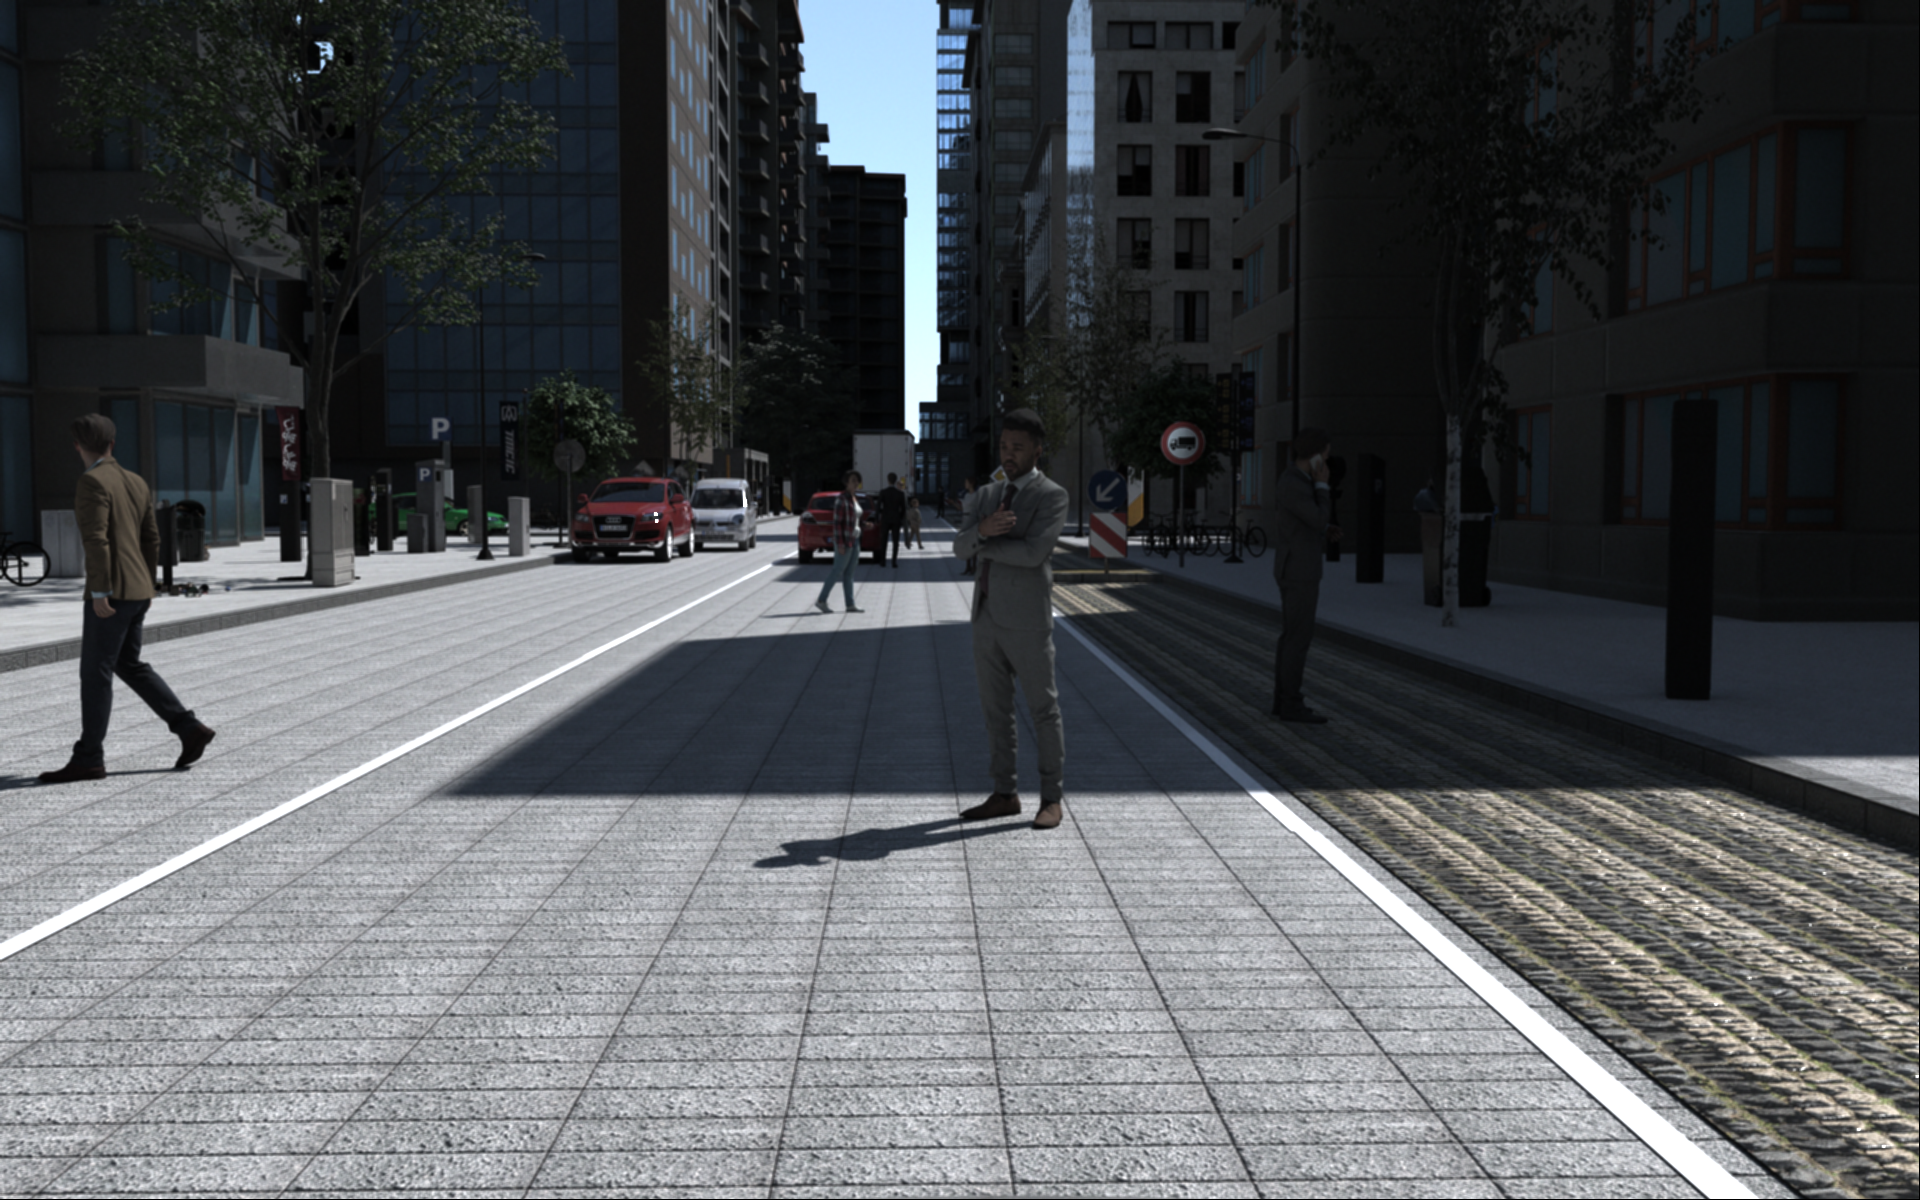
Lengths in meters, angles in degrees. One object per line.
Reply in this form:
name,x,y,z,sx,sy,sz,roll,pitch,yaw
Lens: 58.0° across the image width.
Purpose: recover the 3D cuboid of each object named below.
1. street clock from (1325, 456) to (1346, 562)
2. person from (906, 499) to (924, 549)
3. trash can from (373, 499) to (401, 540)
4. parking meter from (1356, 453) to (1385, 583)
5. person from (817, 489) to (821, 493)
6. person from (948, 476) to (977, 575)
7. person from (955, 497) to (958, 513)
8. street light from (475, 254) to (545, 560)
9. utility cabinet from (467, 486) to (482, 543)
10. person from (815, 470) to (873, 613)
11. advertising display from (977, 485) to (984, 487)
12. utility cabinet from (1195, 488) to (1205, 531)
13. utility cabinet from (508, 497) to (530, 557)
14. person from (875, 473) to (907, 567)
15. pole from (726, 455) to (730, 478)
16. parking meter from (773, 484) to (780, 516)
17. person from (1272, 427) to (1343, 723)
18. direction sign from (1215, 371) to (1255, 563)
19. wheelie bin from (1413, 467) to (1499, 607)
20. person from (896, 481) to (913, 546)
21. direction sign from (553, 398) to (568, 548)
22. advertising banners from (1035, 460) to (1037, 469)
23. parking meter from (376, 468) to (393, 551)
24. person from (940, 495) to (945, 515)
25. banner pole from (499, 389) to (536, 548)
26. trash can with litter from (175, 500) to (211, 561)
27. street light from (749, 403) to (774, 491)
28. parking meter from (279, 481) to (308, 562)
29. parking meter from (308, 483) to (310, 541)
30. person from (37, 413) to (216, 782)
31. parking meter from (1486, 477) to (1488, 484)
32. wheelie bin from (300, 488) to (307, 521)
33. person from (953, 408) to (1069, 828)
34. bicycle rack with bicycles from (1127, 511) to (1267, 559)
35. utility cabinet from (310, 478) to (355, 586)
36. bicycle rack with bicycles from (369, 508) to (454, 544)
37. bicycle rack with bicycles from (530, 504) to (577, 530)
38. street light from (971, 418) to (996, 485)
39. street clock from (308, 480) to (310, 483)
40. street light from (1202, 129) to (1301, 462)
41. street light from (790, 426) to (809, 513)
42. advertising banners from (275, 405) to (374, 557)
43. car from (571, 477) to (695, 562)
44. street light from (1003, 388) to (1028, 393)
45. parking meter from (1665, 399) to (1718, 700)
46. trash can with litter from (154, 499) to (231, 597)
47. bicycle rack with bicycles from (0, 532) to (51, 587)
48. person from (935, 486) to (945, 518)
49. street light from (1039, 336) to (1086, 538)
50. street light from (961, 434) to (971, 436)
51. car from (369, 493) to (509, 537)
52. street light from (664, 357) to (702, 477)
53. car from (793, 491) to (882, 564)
street clock,7.097,-1.732,32.896,0.358,2.002,0.471,-1,4,-22
person,-1.191,-1.966,44.919,0.475,1.303,0.640,2,4,35
trash can,-16.053,-2.257,48.561,0.748,1.137,0.748,0,3,0
parking meter,5.944,-1.183,25.057,0.399,1.863,0.255,-3,5,-43
person,-10.208,-7.168,125.883,0.537,1.800,0.526,1,4,12
person,0.099,-1.320,30.647,0.524,1.755,0.480,-2,4,-32
person,-0.189,-7.013,127.851,0.352,1.250,0.332,0,4,6
street light,-8.718,-3.735,33.616,1.470,5.913,1.316,0,4,-2
utility cabinet,-12.577,-2.223,45.019,0.318,1.500,1.173,-2,4,-24
person,-1.396,-0.711,20.961,0.643,1.720,0.563,1,4,22
advertising display,1.425,-6.989,119.478,0.123,1.923,0.974,2,4,29
utility cabinet,8.194,-3.085,59.126,0.318,1.500,1.173,0,4,6
utility cabinet,-9.147,-1.518,35.984,0.306,1.237,1.020,0,4,-5
person,-1.383,-1.569,33.930,0.659,1.850,0.755,-1,4,-11
pole,-12.082,-5.898,90.270,0.158,3.312,0.155,0,3,0
parking meter,-10.778,-5.873,101.734,0.255,1.863,0.399,-3,4,-38
person,2.198,-0.161,10.938,0.447,1.846,0.655,0,4,2
direction sign,5.126,-2.467,32.333,0.379,3.537,0.876,-3,5,-44
wheelie bin,5.652,-0.732,19.878,0.980,1.594,0.693,-1,4,-9
person,-1.589,-2.396,47.852,0.661,1.801,0.590,-3,5,-40
direction sign,-9.497,-3.003,41.093,0.379,3.537,0.876,-2,4,-27
advertising banners,2.855,-3.997,61.544,0.090,3.025,2.074,-1,4,-12
parking meter,-12.945,-2.032,38.941,0.255,1.863,0.399,0,3,0
person,-1.240,-6.522,115.227,0.391,1.810,0.635,-3,5,-42
banner pole,-10.531,-3.126,41.131,0.863,3.779,0.401,-2,4,-35
trash can with litter,-14.665,-1.322,33.006,0.624,1.170,1.055,-1,4,-14
street light,-10.129,-7.059,87.951,1.470,5.913,1.316,0,4,-2
parking meter,-12.727,-1.498,32.909,0.372,1.533,0.369,0,3,0
parking meter,-14.722,-1.904,39.546,0.372,1.533,0.369,0,3,0
person,-4.278,-0.027,8.845,0.836,1.842,0.656,-2,4,-32
parking meter,6.757,-0.883,22.855,0.372,1.533,0.369,0,3,0
wheelie bin,-31.627,-4.610,83.286,0.693,1.594,0.980,-1,4,-18
person,0.209,0.071,7.525,0.511,1.800,0.466,2,4,26
bicycle rack with bicycles,4.601,-1.373,35.830,2.852,0.926,2.925,-1,4,-23
utility cabinet,-8.780,-0.955,24.285,0.318,1.500,1.173,0,4,-6
bicycle rack with bicycles,-14.416,-1.924,44.841,2.852,0.926,2.925,-1,4,-15
bicycle rack with bicycles,-14.968,-3.022,62.797,2.925,0.926,2.852,2,4,30
street light,1.597,-8.122,105.343,1.470,5.913,1.316,0,4,-2
street clock,-31.951,-4.952,85.530,0.471,2.002,0.358,2,4,35
street light,3.776,-3.039,22.227,1.470,5.913,1.316,0,4,-2
street light,-10.943,-8.863,117.444,1.470,5.913,1.316,0,4,-2
advertising banners,-12.832,-2.374,35.004,0.090,3.025,2.074,3,5,40
car,-7.096,-1.792,37.974,2.281,1.827,5.304,0,4,0
street light,2.486,-6.308,75.678,1.470,5.913,1.316,0,4,-2
parking meter,4.612,-0.319,10.928,0.255,1.863,0.399,1,4,20
trash can with litter,-10.288,-0.688,22.309,1.678,1.210,2.233,-2,4,-31
bicycle rack with bicycles,-14.122,-0.645,23.931,2.925,0.926,2.852,-1,4,-10
person,-1.179,-5.834,103.241,0.474,1.900,0.648,-2,4,-30
street light,3.030,-4.803,51.073,1.470,5.913,1.316,0,4,-2
street light,0.789,-9.887,134.188,1.470,5.913,1.316,0,4,-2
car,-16.252,-2.711,53.113,4.718,1.807,1.959,0,4,-2
street light,-9.416,-5.264,58.610,1.470,5.913,1.316,0,4,-2
car,-2.531,-1.721,37.172,2.155,1.783,4.494,0,4,-3
